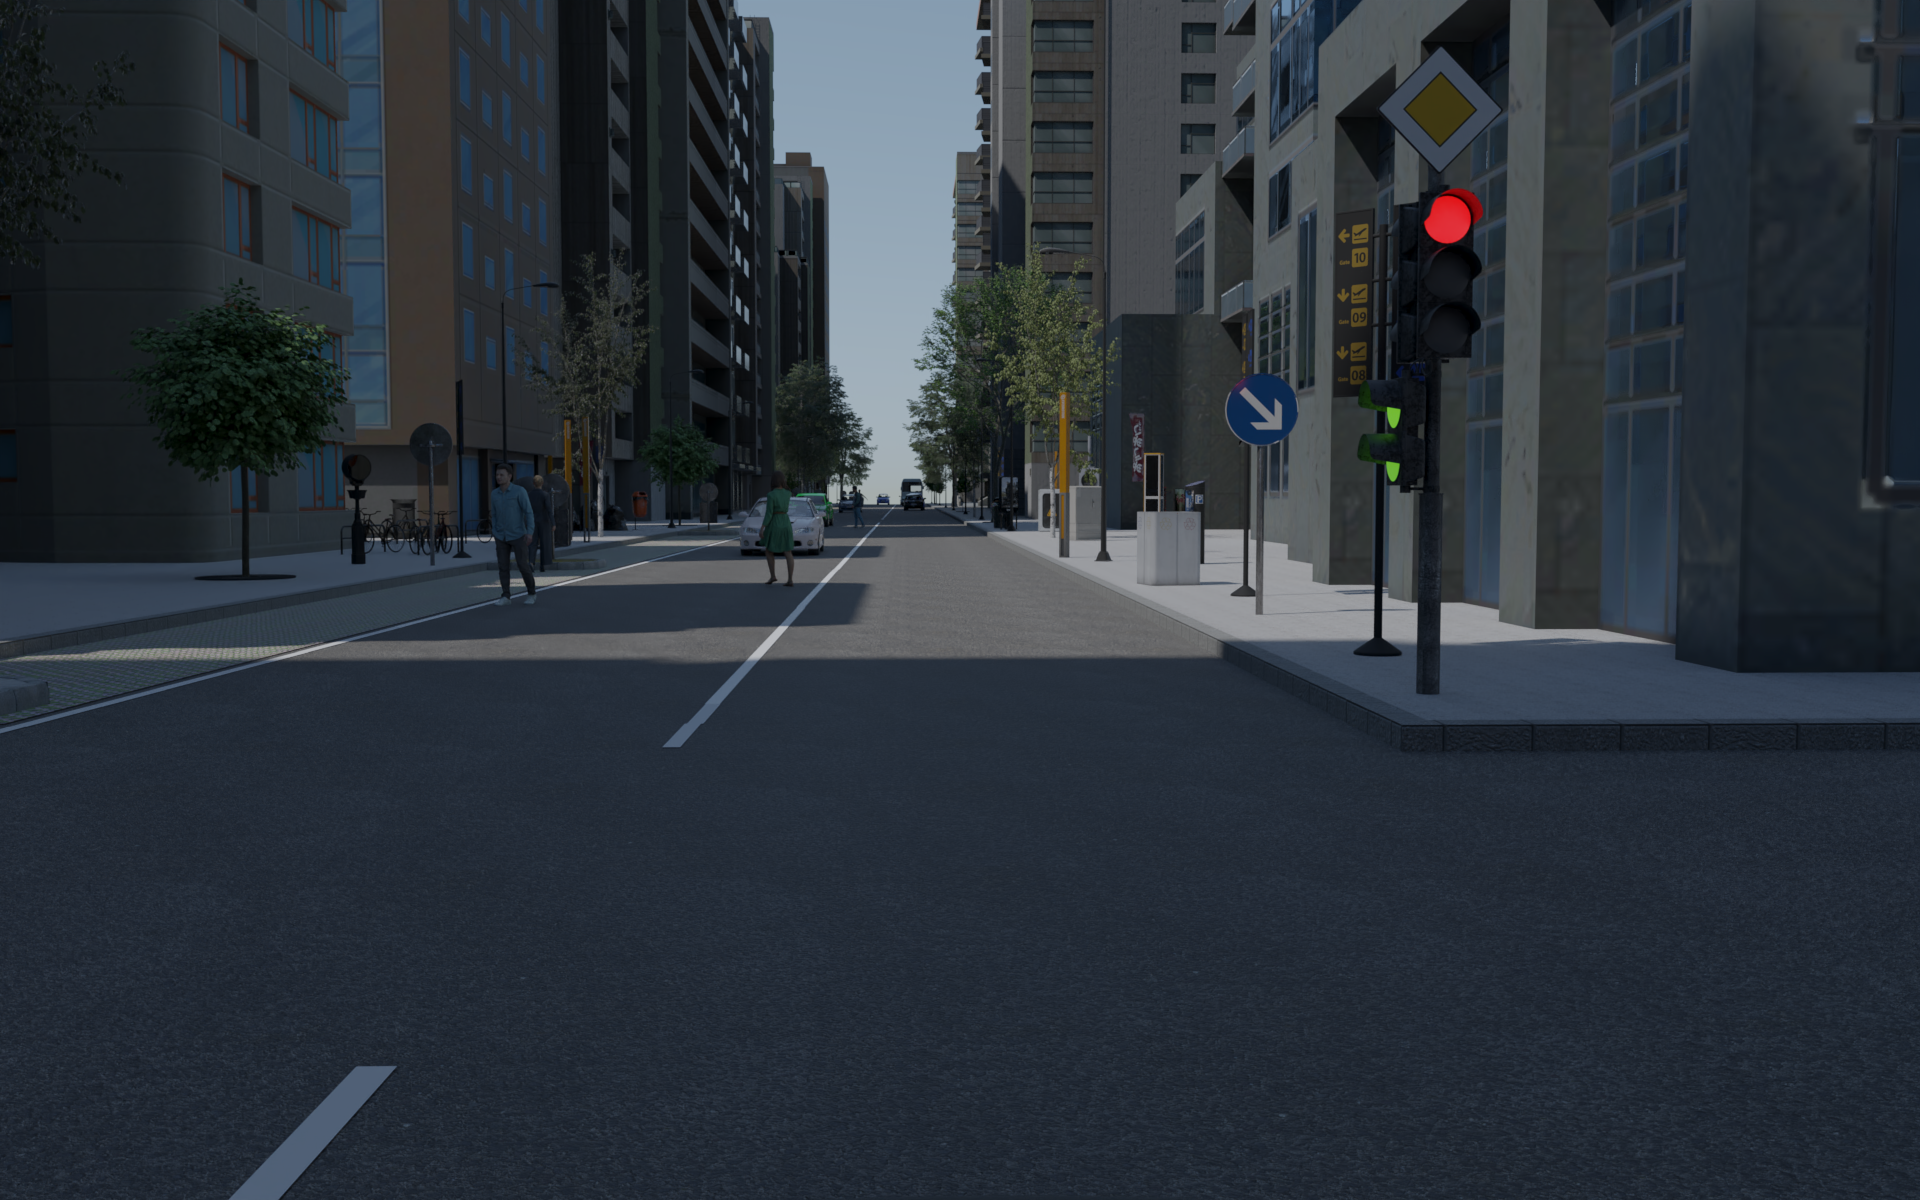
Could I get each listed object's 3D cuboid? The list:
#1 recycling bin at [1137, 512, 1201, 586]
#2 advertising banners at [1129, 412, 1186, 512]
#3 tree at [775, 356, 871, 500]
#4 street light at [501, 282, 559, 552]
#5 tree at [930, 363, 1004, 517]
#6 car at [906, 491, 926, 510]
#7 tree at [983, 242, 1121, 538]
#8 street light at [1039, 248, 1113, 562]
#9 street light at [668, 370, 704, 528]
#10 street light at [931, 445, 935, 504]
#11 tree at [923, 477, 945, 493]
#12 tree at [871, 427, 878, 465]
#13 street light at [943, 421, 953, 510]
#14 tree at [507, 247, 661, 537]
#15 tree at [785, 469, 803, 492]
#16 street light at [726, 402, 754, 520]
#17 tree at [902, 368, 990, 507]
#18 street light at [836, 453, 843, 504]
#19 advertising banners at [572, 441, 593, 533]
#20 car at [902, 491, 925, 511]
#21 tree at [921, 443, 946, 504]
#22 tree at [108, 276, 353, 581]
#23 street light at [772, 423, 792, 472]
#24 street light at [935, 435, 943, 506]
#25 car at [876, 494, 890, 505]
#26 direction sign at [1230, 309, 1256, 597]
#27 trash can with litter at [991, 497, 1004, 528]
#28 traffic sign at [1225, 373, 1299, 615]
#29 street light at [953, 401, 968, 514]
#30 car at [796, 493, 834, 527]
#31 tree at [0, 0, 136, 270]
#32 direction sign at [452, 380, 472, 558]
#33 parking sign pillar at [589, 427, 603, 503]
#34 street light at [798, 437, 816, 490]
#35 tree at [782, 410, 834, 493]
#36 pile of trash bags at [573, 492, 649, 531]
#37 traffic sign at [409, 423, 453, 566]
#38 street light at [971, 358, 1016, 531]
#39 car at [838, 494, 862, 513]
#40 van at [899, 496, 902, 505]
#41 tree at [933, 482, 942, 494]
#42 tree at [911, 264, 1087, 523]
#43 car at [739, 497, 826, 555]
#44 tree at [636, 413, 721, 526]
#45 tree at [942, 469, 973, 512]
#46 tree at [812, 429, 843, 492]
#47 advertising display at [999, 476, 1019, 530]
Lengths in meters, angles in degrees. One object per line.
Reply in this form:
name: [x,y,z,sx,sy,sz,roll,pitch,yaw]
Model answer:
recycling bin: [2.954,-0.734,24.550,0.722,1.027,0.722,-1,4,-13]
advertising banners: [4.359,-2.548,37.853,2.074,3.025,0.090,-3,5,-44]
tree: [-14.619,-15.540,160.740,9.857,13.997,8.962,0,3,0]
street light: [-9.479,-4.010,38.099,1.470,5.913,1.316,0,4,-2]
tree: [0.587,-8.918,96.171,4.360,8.622,3.978,0,3,0]
car: [-3.963,-8.843,154.171,1.945,1.707,3.694,0,4,-2]
tree: [2.715,-6.114,50.327,4.737,8.622,4.395,0,3,0]
street light: [2.196,-3.688,32.841,1.470,5.913,1.316,0,4,-2]
street light: [-10.282,-5.646,64.857,1.470,5.913,1.316,0,4,-2]
street light: [-1.867,-11.628,162.654,1.470,5.913,1.316,0,4,-2]
tree: [-3.595,-15.549,237.936,4.285,4.588,4.351,0,3,0]
tree: [-16.674,-20.719,245.406,9.857,13.997,8.962,0,3,0]
street light: [-0.183,-8.375,109.471,1.470,5.913,1.316,0,4,-2]
tree: [-10.902,-6.180,51.406,4.360,8.622,3.978,0,3,0]
tree: [-13.266,-8.545,134.315,1.663,3.219,1.824,0,3,0]
street light: [-11.057,-7.004,87.058,1.470,5.913,1.316,0,4,-2]
tree: [-0.660,-16.208,171.648,9.857,13.997,8.962,0,3,0]
street light: [-14.413,-13.733,197.073,1.470,5.913,1.316,0,4,-2]
advertising banners: [-12.875,-3.687,56.462,2.074,3.025,0.090,1,4,15]
car: [-4.021,-8.552,149.606,2.009,1.686,4.222,0,4,-2]
tree: [-3.342,-16.970,227.822,4.737,8.622,4.395,0,3,0]
tree: [-10.934,-2.596,26.165,4.285,4.588,4.351,0,3,0]
street light: [-11.716,-8.627,113.587,1.470,5.913,1.316,0,4,-2]
street light: [-1.036,-9.974,135.617,1.470,5.913,1.316,0,4,-2]
car: [-10.260,-13.578,231.592,1.945,1.707,3.694,0,4,-1]
direction sign: [3.589,-1.815,21.666,0.379,3.537,0.876,0,4,1]
trash can with litter: [1.413,-3.280,65.018,0.624,1.170,1.055,0,4,-6]
traffic sign: [3.182,-1.115,18.339,0.768,2.556,0.104,0,4,4]
street light: [0.547,-6.933,85.893,1.470,5.913,1.316,0,4,-2]
car: [-6.609,-4.168,76.939,1.959,1.807,4.718,0,4,0]
tree: [-10.161,-4.088,17.199,4.360,8.622,3.978,0,3,0]
direction sign: [-10.013,-2.614,34.728,0.379,3.537,0.876,-1,4,-23]
parking sign pillar: [-14.859,-5.007,70.330,1.447,3.967,1.447,-2,4,-24]
street light: [-12.530,-10.234,139.863,1.470,5.913,1.316,0,4,-2]
tree: [-13.359,-12.333,152.011,4.360,8.622,3.978,0,3,0]
pile of trash bags: [-12.396,-3.124,60.826,1.912,1.369,3.447,3,5,42]
traffic sign: [-9.460,-1.889,30.989,0.768,2.556,0.104,0,4,-2]
street light: [1.232,-5.314,59.421,1.470,5.913,1.316,0,4,-2]
car: [-8.466,-7.456,133.904,2.014,1.417,4.499,0,4,-2]
van: [-6.997,-13.444,226.821,2.013,2.044,4.112,0,4,-3]
tree: [-2.489,-12.777,203.503,1.663,3.219,1.824,0,3,0]
tree: [1.760,-9.267,77.266,9.928,11.665,9.643,0,3,0]
car: [-4.272,-1.814,42.018,2.083,1.381,4.827,0,4,-2]
tree: [-11.493,-5.316,70.624,4.285,4.588,4.351,0,3,0]
tree: [0.106,-7.927,124.204,1.663,3.219,1.824,0,3,0]
tree: [-14.802,-14.417,186.073,4.737,8.622,4.395,0,3,0]
advertising display: [1.763,-3.507,62.549,0.123,1.923,0.974,3,5,42]
